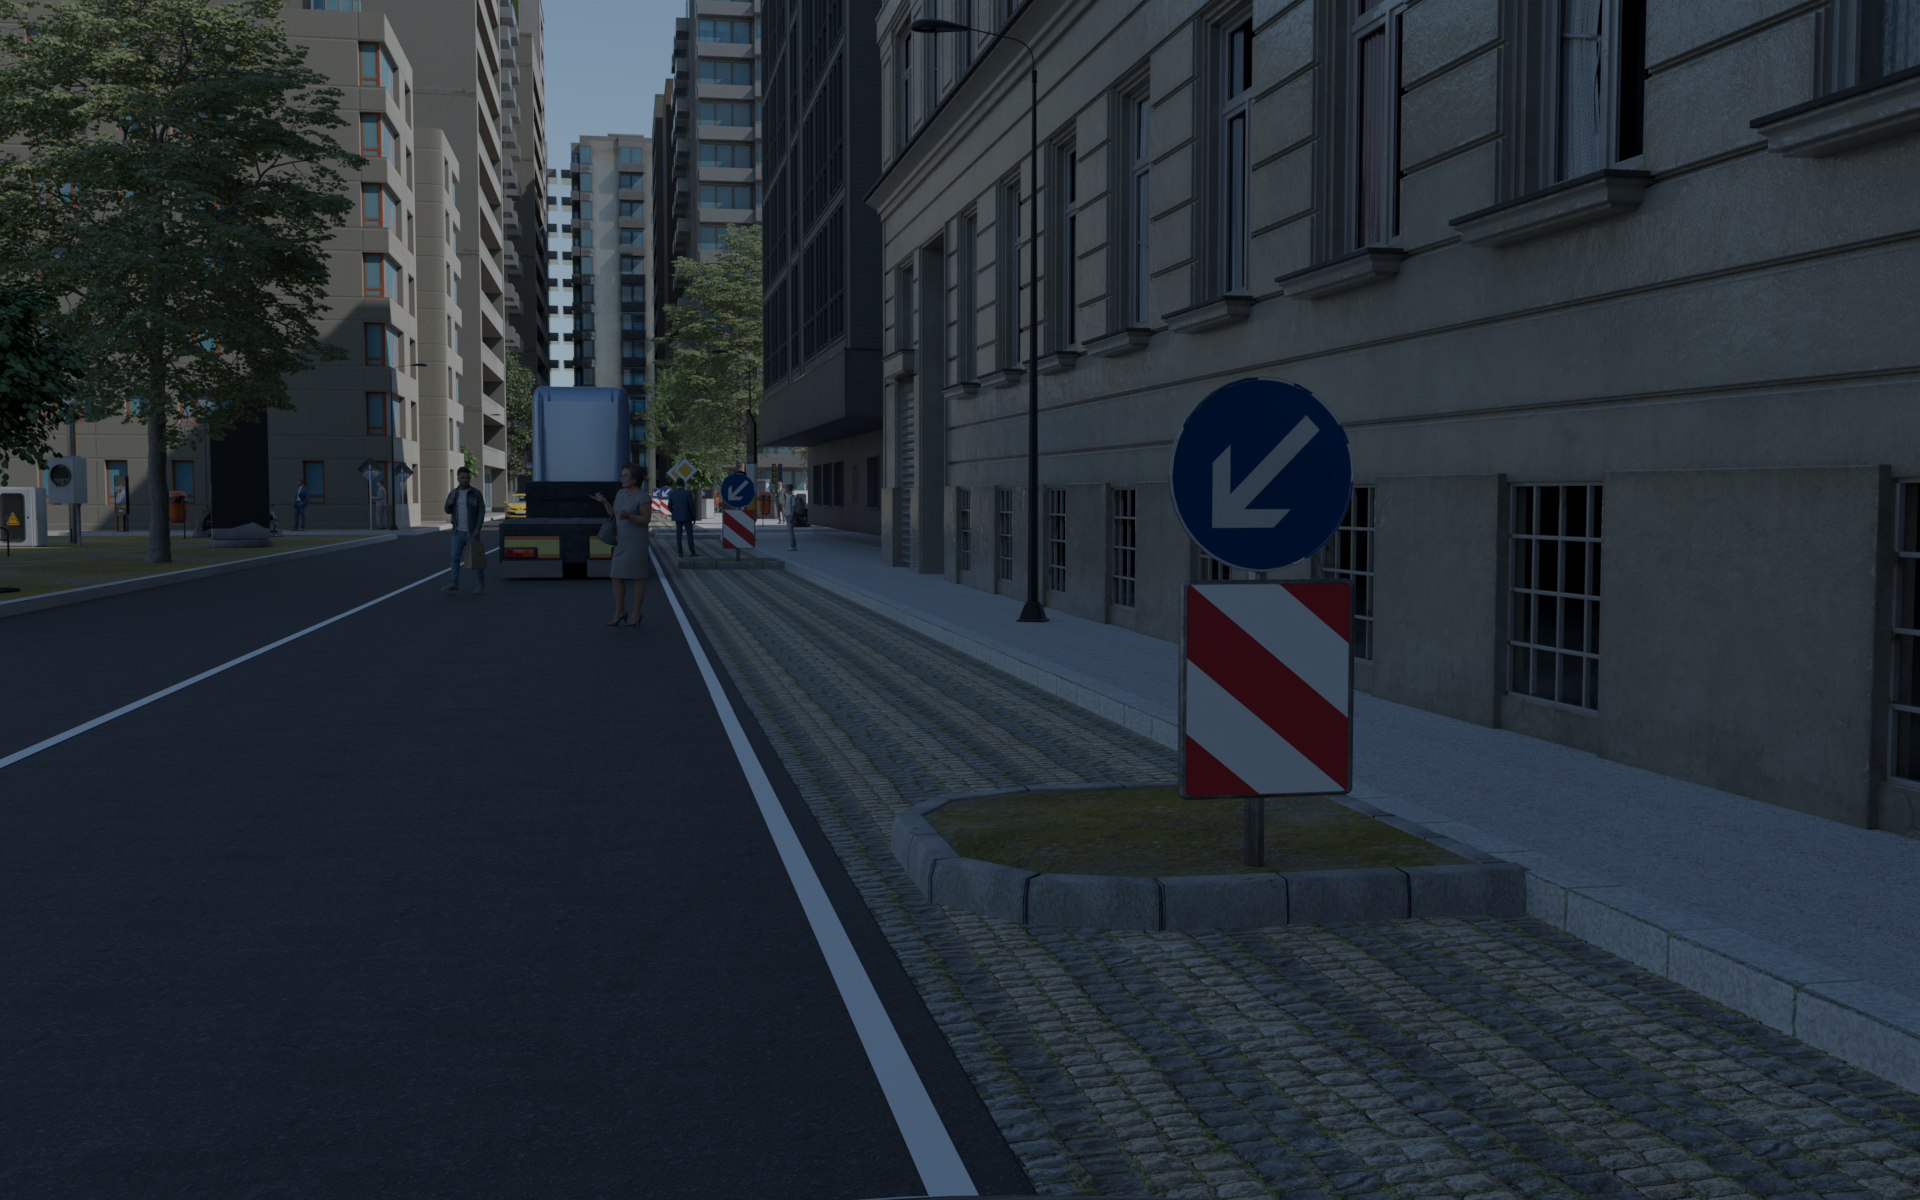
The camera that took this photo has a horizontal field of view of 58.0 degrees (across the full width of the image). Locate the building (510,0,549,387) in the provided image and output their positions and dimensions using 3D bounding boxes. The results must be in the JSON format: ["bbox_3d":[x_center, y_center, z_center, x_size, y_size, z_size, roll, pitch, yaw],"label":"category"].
[{"bbox_3d":[-61.319,-40.000,196.006,28.212,58.520,21.231,-1,4,-11],"label":"building"}]

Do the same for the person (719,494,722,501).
[{"bbox_3d":[-16.598,-7.040,121.424,0.678,1.792,0.850,0,4,-2],"label":"person"}]

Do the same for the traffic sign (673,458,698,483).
[{"bbox_3d":[-8.787,-3.266,55.583,0.795,2.593,0.064,-1,4,-11],"label":"traffic sign"}]

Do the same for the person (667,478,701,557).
[{"bbox_3d":[-6.277,-1.875,39.341,0.721,1.800,0.419,0,4,2],"label":"person"}]

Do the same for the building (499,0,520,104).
[{"bbox_3d":[-49.306,-32.319,148.027,23.786,49.044,30.456,-1,4,-11],"label":"building"}]

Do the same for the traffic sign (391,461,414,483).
[{"bbox_3d":[-19.833,-3.633,61.596,0.795,2.593,0.064,-1,4,-11],"label":"traffic sign"}]

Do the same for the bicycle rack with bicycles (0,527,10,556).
[{"bbox_3d":[-21.003,-1.347,35.399,2.852,0.926,2.925,3,5,39],"label":"bicycle rack with bicycles"}]

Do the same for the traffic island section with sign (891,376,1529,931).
[{"bbox_3d":[0.780,0.122,6.626,1.989,1.847,2.006,-1,4,-11],"label":"traffic island section with sign"}]

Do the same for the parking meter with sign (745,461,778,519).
[{"bbox_3d":[-10.155,-5.663,88.844,1.738,3.016,0.543,2,4,26],"label":"parking meter with sign"}]

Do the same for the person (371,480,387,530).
[{"bbox_3d":[-20.916,-3.431,62.337,0.583,1.804,0.606,-1,4,-9],"label":"person"}]

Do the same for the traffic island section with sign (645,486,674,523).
[{"bbox_3d":[-14.998,-4.834,87.656,1.989,1.847,2.006,-1,4,-11],"label":"traffic island section with sign"}]

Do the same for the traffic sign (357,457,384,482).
[{"bbox_3d":[-18.307,-3.154,53.757,0.795,2.593,0.064,-1,4,-11],"label":"traffic sign"}]

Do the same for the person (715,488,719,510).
[{"bbox_3d":[-18.992,-7.825,134.325,0.721,1.781,0.623,-1,4,-15],"label":"person"}]

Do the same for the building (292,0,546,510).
[{"bbox_3d":[-53.117,-33.661,174.052,21.300,48.544,21.600,-1,4,-11],"label":"building"}]

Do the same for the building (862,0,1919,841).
[{"bbox_3d":[8.406,-11.329,18.517,16.112,22.955,30.059,-1,4,-11],"label":"building"}]

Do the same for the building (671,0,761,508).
[{"bbox_3d":[-15.514,-33.220,162.763,23.786,49.044,30.456,-1,4,-11],"label":"building"}]

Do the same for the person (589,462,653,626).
[{"bbox_3d":[-3.699,-0.608,18.795,0.716,1.782,0.532,2,4,34],"label":"person"}]

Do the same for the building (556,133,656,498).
[{"bbox_3d":[-37.259,-37.410,231.257,30.456,49.044,23.786,-1,4,-11],"label":"building"}]

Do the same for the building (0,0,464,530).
[{"bbox_3d":[-36.982,-14.011,74.118,27.650,21.520,28.899,-1,4,-11],"label":"building"}]

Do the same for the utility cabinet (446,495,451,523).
[{"bbox_3d":[-22.775,-4.046,77.320,0.306,1.237,1.020,-1,4,-15],"label":"utility cabinet"}]

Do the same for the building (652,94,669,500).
[{"bbox_3d":[-24.914,-35.435,203.067,21.300,48.544,21.600,-1,4,-11],"label":"building"}]

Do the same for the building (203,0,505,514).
[{"bbox_3d":[-39.889,-29.531,106.538,21.300,48.544,21.600,-1,4,-11],"label":"building"}]

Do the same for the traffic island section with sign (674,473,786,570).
[{"bbox_3d":[-4.455,-1.525,33.566,1.989,1.847,2.006,-1,4,-11],"label":"traffic island section with sign"}]

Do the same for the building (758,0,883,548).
[{"bbox_3d":[2.672,-15.390,45.134,14.314,27.812,24.014,-1,4,-11],"label":"building"}]

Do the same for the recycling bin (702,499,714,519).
[{"bbox_3d":[-13.113,-4.670,88.916,0.722,1.027,0.722,2,4,23],"label":"recycling bin"}]

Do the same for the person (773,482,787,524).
[{"bbox_3d":[-7.721,-4.162,74.270,0.661,1.801,0.590,1,4,9],"label":"person"}]

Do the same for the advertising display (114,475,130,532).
[{"bbox_3d":[-28.629,-3.300,59.169,0.974,1.923,0.123,3,5,43],"label":"advertising display"}]

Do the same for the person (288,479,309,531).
[{"bbox_3d":[-22.953,-3.303,60.237,0.721,1.800,0.419,1,4,21],"label":"person"}]

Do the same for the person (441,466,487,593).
[{"bbox_3d":[-7.050,-1.000,24.830,0.794,1.824,0.713,2,4,25],"label":"person"}]

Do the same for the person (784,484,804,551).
[{"bbox_3d":[-3.814,-1.870,39.208,0.503,1.515,0.523,3,5,39],"label":"person"}]

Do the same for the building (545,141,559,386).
[{"bbox_3d":[-67.686,-37.035,225.123,30.456,49.044,23.786,-1,4,-11],"label":"building"}]

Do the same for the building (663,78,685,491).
[{"bbox_3d":[-24.358,-32.702,184.790,14.600,45.320,14.200,-1,4,-11],"label":"building"}]

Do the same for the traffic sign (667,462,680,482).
[{"bbox_3d":[-10.313,-3.745,63.422,0.795,2.593,0.064,-1,4,-11],"label":"traffic sign"}]

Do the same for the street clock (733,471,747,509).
[{"bbox_3d":[-6.877,-3.032,54.139,0.471,2.002,0.358,-2,4,-29],"label":"street clock"}]
